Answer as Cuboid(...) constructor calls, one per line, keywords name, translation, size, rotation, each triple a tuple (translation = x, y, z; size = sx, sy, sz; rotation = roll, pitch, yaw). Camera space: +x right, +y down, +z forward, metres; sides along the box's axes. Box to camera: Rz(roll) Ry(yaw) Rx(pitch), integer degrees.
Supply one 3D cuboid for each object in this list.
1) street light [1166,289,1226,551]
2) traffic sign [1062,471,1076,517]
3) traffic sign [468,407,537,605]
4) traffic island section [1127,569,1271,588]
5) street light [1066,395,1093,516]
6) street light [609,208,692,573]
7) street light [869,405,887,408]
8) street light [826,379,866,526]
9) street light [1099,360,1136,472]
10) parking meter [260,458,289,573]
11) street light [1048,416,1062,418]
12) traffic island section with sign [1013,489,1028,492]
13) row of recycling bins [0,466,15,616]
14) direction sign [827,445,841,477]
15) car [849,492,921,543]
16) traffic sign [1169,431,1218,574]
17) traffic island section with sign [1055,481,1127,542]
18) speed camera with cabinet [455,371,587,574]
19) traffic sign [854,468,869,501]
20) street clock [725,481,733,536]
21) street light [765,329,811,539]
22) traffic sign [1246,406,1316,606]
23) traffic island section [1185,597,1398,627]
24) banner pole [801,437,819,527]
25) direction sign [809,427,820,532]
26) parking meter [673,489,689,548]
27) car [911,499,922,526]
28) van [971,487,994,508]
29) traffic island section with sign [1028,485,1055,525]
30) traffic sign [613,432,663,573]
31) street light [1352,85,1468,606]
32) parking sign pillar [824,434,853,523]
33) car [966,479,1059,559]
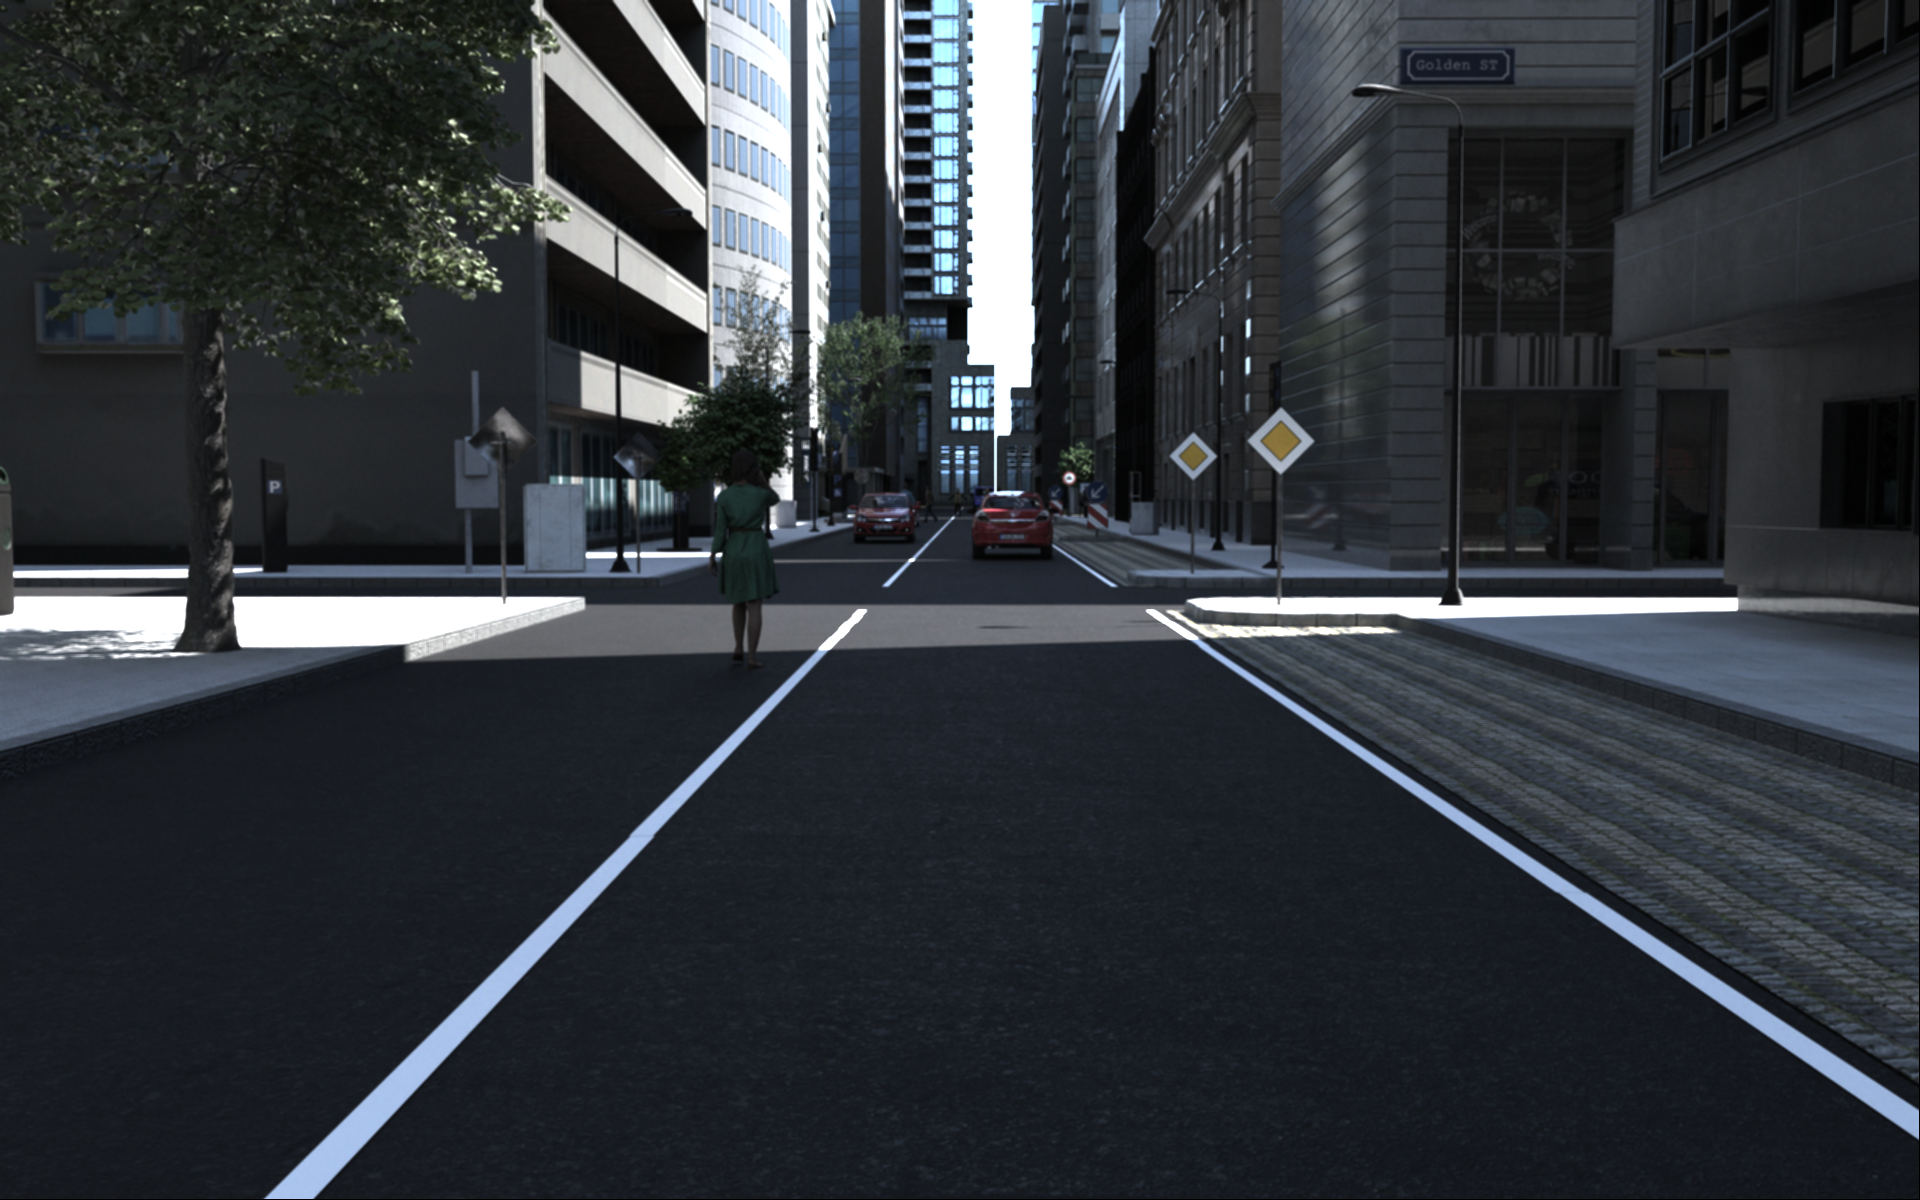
Cuboid(name="street light", translation=(5.347, -4.084, 39.310), size=(1.470, 5.913, 1.316), rotation=(0, 4, 1))
Cuboid(name="traffic sign", translation=(6.093, -5.901, 96.592), size=(0.768, 2.556, 0.104), rotation=(0, 4, 3))
Cuboid(name="traffic sign", translation=(-5.274, -1.000, 19.992), size=(0.795, 2.450, 0.064), rotation=(0, 4, 1))
Cuboid(name="traffic island section", translation=(3.769, -0.347, 27.950), size=(2.009, 0.180, 2.903), rotation=(0, 4, 1))
Cuboid(name="street light", translation=(5.674, -6.654, 81.340), size=(1.470, 5.913, 1.316), rotation=(0, 4, 1))
Cuboid(name="street light", translation=(-5.045, -3.410, 28.296), size=(1.470, 5.913, 1.316), rotation=(0, 4, 1))
Cuboid(name="street light", translation=(-4.512, -7.213, 90.473), size=(1.470, 5.913, 1.316), rotation=(0, 4, 1))
Cuboid(name="street light", translation=(-4.668, -5.945, 69.742), size=(1.470, 5.913, 1.316), rotation=(0, 4, 1))
Cuboid(name="street light", translation=(5.528, -5.358, 60.146), size=(1.470, 5.913, 1.316), rotation=(0, 4, 1))
Cuboid(name="parking meter", translation=(-11.209, -1.384, 28.342), size=(0.399, 1.863, 0.255), rotation=(-2, 4, -30))
Cuboid(name="street light", translation=(5.897, -7.949, 102.500), size=(1.470, 5.913, 1.316), rotation=(0, 4, 1))
Cuboid(name="traffic island section with sign", translation=(4.988, -9.061, 156.781), size=(1.989, 1.847, 2.006), rotation=(0, 4, 1))
Cuboid(name="row of recycling bins", translation=(-10.846, -0.600, 16.923), size=(1.069, 1.692, 3.534), rotation=(1, 4, 14))
Cuboid(name="direction sign", translation=(-5.666, -5.338, 79.273), size=(0.876, 3.537, 0.379), rotation=(1, 4, 9))
Cuboid(name="car", translation=(-2.249, -2.641, 52.214), size=(2.155, 1.783, 4.494), rotation=(0, 4, -1))
Cuboid(name="traffic sign", translation=(3.745, -1.482, 27.873), size=(0.795, 2.450, 0.064), rotation=(0, 4, 1))
Cuboid(name="traffic island section with sign", translation=(4.010, -2.686, 52.547), size=(1.989, 1.847, 2.006), rotation=(0, 4, 1))
Cuboid(name="speed camera with cabinet", translation=(-7.167, -2.074, 28.253), size=(2.038, 3.252, 0.660), rotation=(-1, 4, -15))
Cuboid(name="traffic sign", translation=(-4.764, -5.120, 83.823), size=(0.768, 2.556, 0.104), rotation=(0, 4, 4))
Cuboid(name="street clock", translation=(-6.864, -2.900, 51.986), size=(0.471, 2.002, 0.358), rotation=(-2, 4, -26))
Cuboid(name="street light", translation=(-4.910, -4.678, 49.019), size=(1.470, 5.913, 1.316), rotation=(0, 4, 1))
Cuboid(name="traffic sign", translation=(3.670, -0.994, 19.888), size=(0.795, 2.450, 0.064), rotation=(0, 4, 1))
Cuboid(name="traffic island section", translation=(3.693, 0.142, 19.965), size=(2.009, 0.180, 2.903), rotation=(0, 4, 1))
Cuboid(name="banner pole", translation=(-5.840, -4.720, 67.184), size=(0.863, 3.779, 0.401), rotation=(-3, 5, -44))
Cuboid(name="direction sign", translation=(-4.967, -4.101, 59.053), size=(0.379, 3.537, 0.876), rotation=(1, 4, 11))
Cuboid(name="parking meter", translation=(-6.654, -2.009, 41.265), size=(0.372, 1.533, 0.369), rotation=(0, 3, 0))
Cuboid(name="car", translation=(-2.728, -4.063, 75.467), size=(2.155, 1.783, 4.494), rotation=(0, 4, 1))
Cuboid(name="van", translation=(2.079, -8.875, 149.486), size=(2.240, 2.365, 5.245), rotation=(0, 3, 0))
Cuboid(name="traffic island section with sign", translation=(4.263, -4.344, 79.658), size=(1.989, 1.847, 2.006), rotation=(0, 4, 1))
Cuboid(name="traffic sign", translation=(-5.199, -1.488, 27.977), size=(0.795, 2.450, 0.064), rotation=(0, 4, 1))
Cuboid(name="street light", translation=(5.145, -2.892, 19.824), size=(1.470, 5.913, 1.316), rotation=(0, 4, 1))
Cuboid(name="parking sign pillar", translation=(-5.343, -5.429, 77.234), size=(1.447, 3.967, 1.447), rotation=(0, 4, 7))
Cuboid(name="car", translation=(1.206, -1.877, 39.729), size=(2.155, 1.783, 4.494), rotation=(0, 4, 2))
